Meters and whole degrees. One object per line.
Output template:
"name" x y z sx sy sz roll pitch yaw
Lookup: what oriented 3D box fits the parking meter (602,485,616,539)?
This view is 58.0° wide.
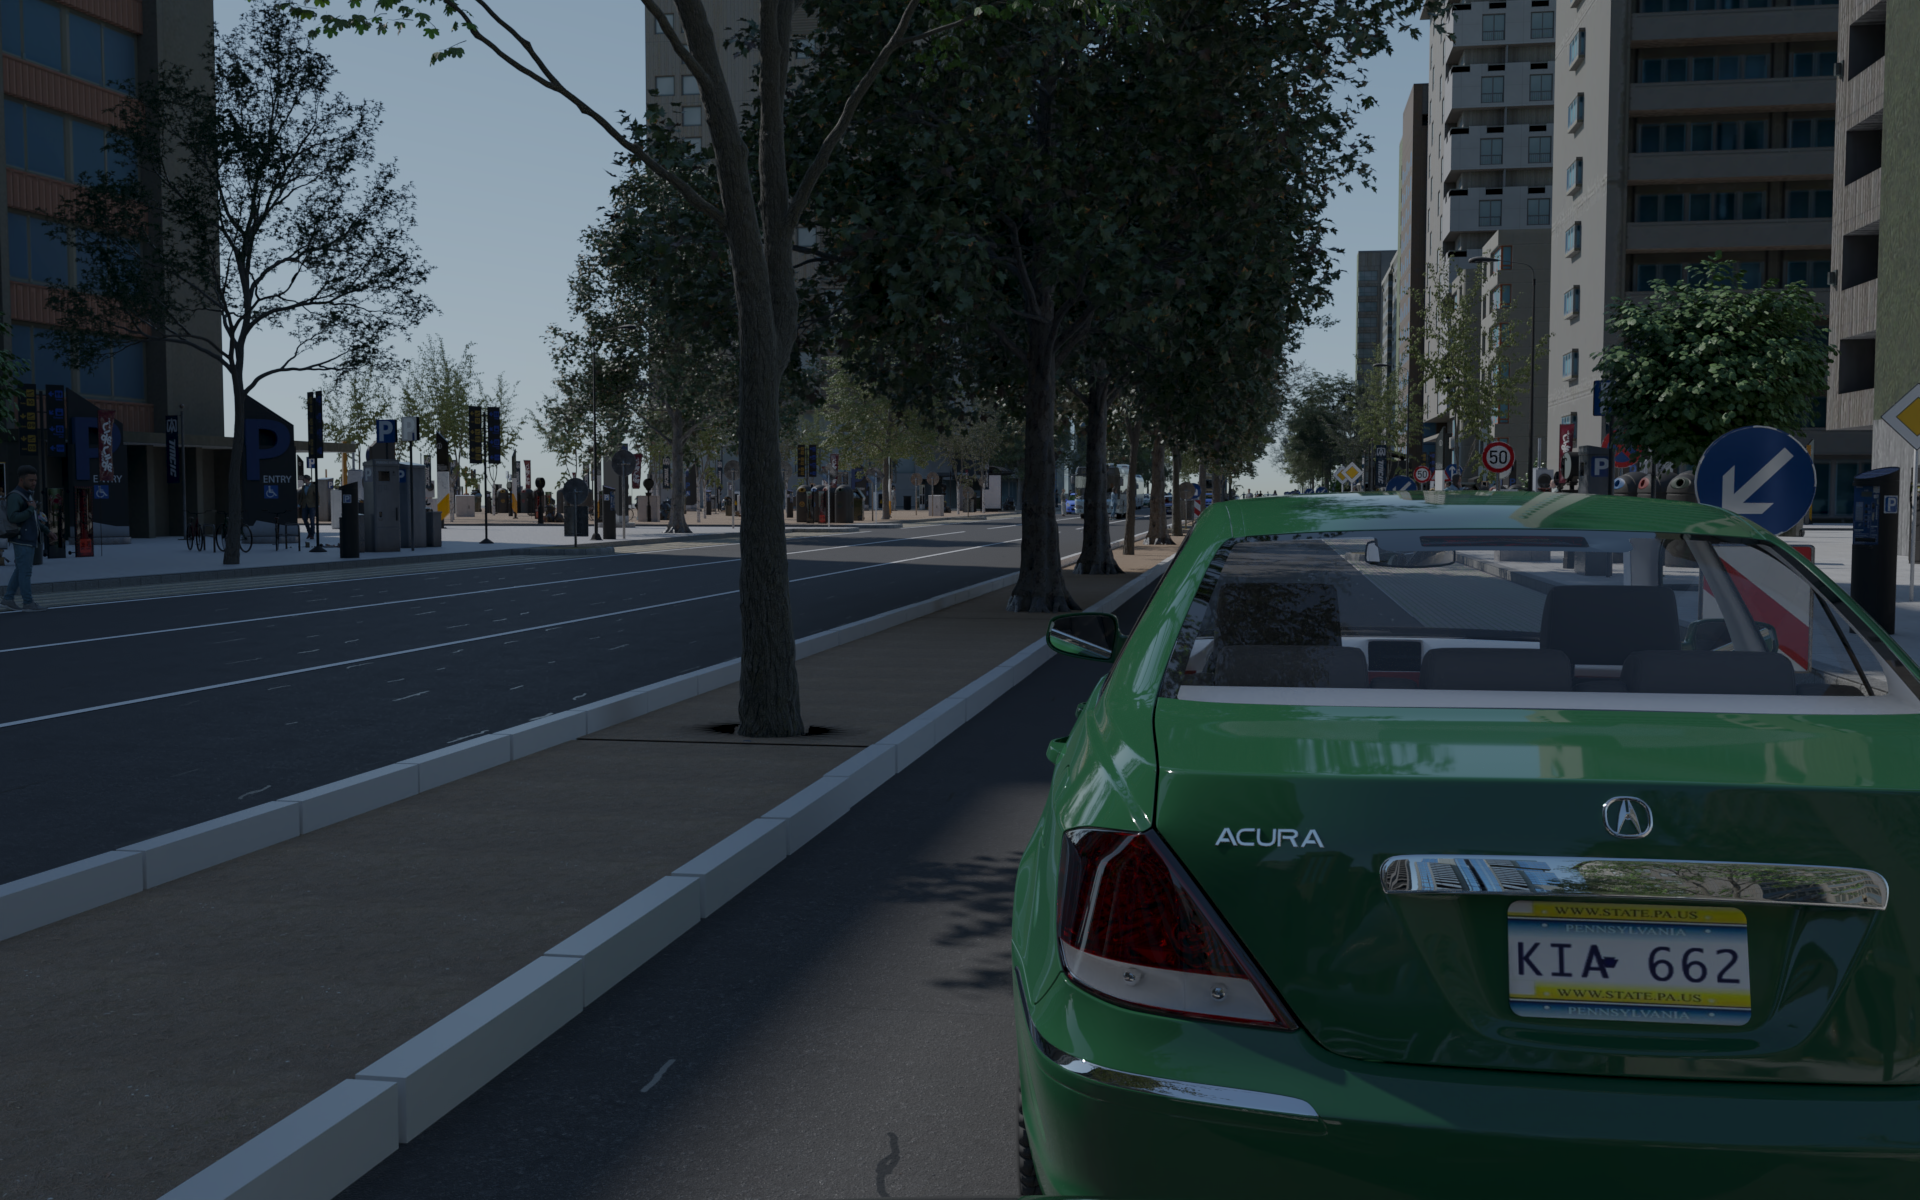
"parking meter" -9.931 -2.485 49.034 0.372 1.533 0.369 0 3 0

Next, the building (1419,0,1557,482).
"building" 58.721 -35.063 162.522 28.713 52.752 27.495 1 4 10

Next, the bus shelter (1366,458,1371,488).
"bus shelter" 27.855 -7.564 114.956 1.731 3.624 6.357 1 4 10

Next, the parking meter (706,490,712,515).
"parking meter" -15.344 -5.945 105.604 0.372 1.533 0.369 0 3 0

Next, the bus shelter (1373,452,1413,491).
"bus shelter" 24.726 -6.572 98.739 1.731 3.624 6.357 1 4 10

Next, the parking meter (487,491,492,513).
"parking meter" -31.363 -6.536 115.278 0.372 1.533 0.369 0 3 0

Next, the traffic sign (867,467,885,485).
"traffic sign" -3.561 -4.343 73.197 0.795 2.593 0.064 1 4 10

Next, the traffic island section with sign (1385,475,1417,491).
"traffic island section with sign" 9.343 -1.756 37.339 1.989 1.847 2.006 1 4 10

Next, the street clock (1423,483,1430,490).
"street clock" 31.727 -6.877 117.009 0.358 2.002 0.471 2 4 28

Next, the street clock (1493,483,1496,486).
"street clock" 33.447 -6.317 107.853 0.471 2.002 0.358 -1 4 -21

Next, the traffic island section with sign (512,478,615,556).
"traffic island section with sign" -9.309 -1.985 41.087 1.989 1.847 2.006 1 4 10

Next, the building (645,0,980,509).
"building" -12.380 -35.165 164.191 28.713 52.752 27.495 1 4 10

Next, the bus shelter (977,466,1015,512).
"bus shelter" 2.645 -8.101 126.383 2.014 3.302 5.546 1 4 10

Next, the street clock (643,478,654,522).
"street clock" -14.262 -4.572 79.321 0.471 2.002 0.358 -2 4 -26

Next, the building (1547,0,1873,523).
"building" 40.550 -28.151 83.975 21.600 48.544 21.300 1 4 10

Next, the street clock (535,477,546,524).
"street clock" -18.126 -4.297 74.832 0.358 2.002 0.471 1 4 21

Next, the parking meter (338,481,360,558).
"parking meter" -12.245 -1.608 34.708 0.372 1.533 0.369 0 3 0

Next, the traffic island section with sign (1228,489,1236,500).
"traffic island section with sign" 22.682 -8.345 144.578 2.006 1.907 1.989 1 4 10

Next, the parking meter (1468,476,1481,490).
"parking meter" 16.965 -3.147 57.165 0.399 1.863 0.255 -2 4 -31

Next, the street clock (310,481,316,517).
"street clock" -36.819 -5.750 98.584 0.358 2.002 0.471 1 4 10

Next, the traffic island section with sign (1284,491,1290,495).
"traffic island section with sign" 32.650 -9.771 168.387 1.989 1.847 2.006 1 4 10

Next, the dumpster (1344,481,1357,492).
"dumpster" 28.557 -7.676 127.998 1.502 2.255 1.985 1 4 10

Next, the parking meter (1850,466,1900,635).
"parking meter" 8.394 -0.458 15.897 0.372 1.533 0.369 0 3 0

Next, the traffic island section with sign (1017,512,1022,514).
"traffic island section with sign" 5.153 -6.956 122.360 1.989 1.847 2.006 1 4 10

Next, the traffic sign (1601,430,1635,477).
"traffic sign" 12.885 -2.061 33.798 0.768 2.556 0.104 1 4 12

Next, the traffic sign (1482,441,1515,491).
"traffic sign" 12.982 -2.552 41.829 0.768 2.556 0.104 1 4 14

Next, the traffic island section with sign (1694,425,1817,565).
"traffic island section with sign" 4.623 -0.133 10.799 1.989 1.847 2.006 1 4 10

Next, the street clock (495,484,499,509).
"street clock" -32.863 -7.225 122.703 0.358 2.002 0.471 -2 4 -32

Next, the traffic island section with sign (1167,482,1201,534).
"traffic island section with sign" 8.226 -3.374 63.303 2.006 1.907 1.989 1 4 10

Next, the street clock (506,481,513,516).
"street clock" -25.795 -5.799 99.387 0.471 2.002 0.358 3 5 41

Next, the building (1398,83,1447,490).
"building" 54.542 -32.692 184.623 14.600 45.320 14.200 1 4 10

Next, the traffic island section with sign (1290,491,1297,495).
"traffic island section with sign" 23.884 -6.753 119.031 1.989 1.847 2.006 1 4 10

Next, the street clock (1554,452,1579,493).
"street clock" 10.490 -1.538 29.716 0.358 2.002 0.471 0 4 -2

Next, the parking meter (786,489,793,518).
"parking meter" -9.174 -5.198 93.400 0.372 1.533 0.369 0 3 0

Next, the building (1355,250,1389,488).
"building" 73.331 -37.107 290.301 14.154 41.232 14.086 1 4 10

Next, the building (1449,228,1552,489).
"building" 51.268 -17.140 125.281 27.650 21.520 28.899 1 4 10

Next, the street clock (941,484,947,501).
"street clock" -1.162 -7.397 125.516 0.358 2.002 0.471 -1 4 -23

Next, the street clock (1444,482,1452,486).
"street clock" 34.288 -7.212 122.493 0.358 2.002 0.471 -1 4 -23

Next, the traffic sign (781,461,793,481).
"traffic sign" -6.748 -4.026 65.935 0.768 2.556 0.104 1 4 15

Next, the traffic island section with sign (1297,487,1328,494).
"traffic island section with sign" 19.107 -5.112 92.201 1.989 1.847 2.006 1 4 10

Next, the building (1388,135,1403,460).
"building" 57.154 -31.500 198.622 14.154 41.232 14.086 1 4 10

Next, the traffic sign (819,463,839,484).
"traffic sign" -4.960 -3.862 65.335 0.795 2.593 0.064 1 4 10

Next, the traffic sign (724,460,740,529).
"traffic sign" -8.450 -3.936 64.457 0.768 2.556 0.104 1 4 16

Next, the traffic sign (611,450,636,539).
"traffic sign" -9.636 -3.027 49.605 0.768 2.556 0.104 1 4 13

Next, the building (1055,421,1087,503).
"building" 11.761 -59.562 286.511 22.319 86.520 31.000 1 4 10

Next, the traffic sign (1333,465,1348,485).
"traffic sign" 15.432 -4.136 69.810 0.795 2.593 0.064 1 4 10

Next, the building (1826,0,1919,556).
"building" 27.187 -16.278 37.845 14.160 30.474 14.107 1 4 10

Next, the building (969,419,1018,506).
"building" -4.658 -34.504 187.836 21.300 48.544 21.600 1 4 10

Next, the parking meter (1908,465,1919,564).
"parking meter" 17.654 -1.595 31.782 0.399 1.863 0.255 -1 4 -20

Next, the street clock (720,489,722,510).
"street clock" -18.802 -8.003 135.418 0.358 2.002 0.471 -3 4 -38

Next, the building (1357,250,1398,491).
"building" 78.846 -35.362 270.053 32.217 40.220 23.993 1 4 10

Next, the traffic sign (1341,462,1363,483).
"traffic sign" 14.034 -3.655 61.948 0.795 2.593 0.064 1 4 10

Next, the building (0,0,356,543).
"building" -36.789 -24.194 50.195 28.867 44.769 22.147 1 4 10

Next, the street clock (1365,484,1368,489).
"street clock" 28.128 -7.046 119.765 0.471 2.002 0.358 0 4 -2

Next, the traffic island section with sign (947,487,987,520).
"traffic island section with sign" 0.433 -5.333 95.820 1.989 1.847 2.006 1 4 10
